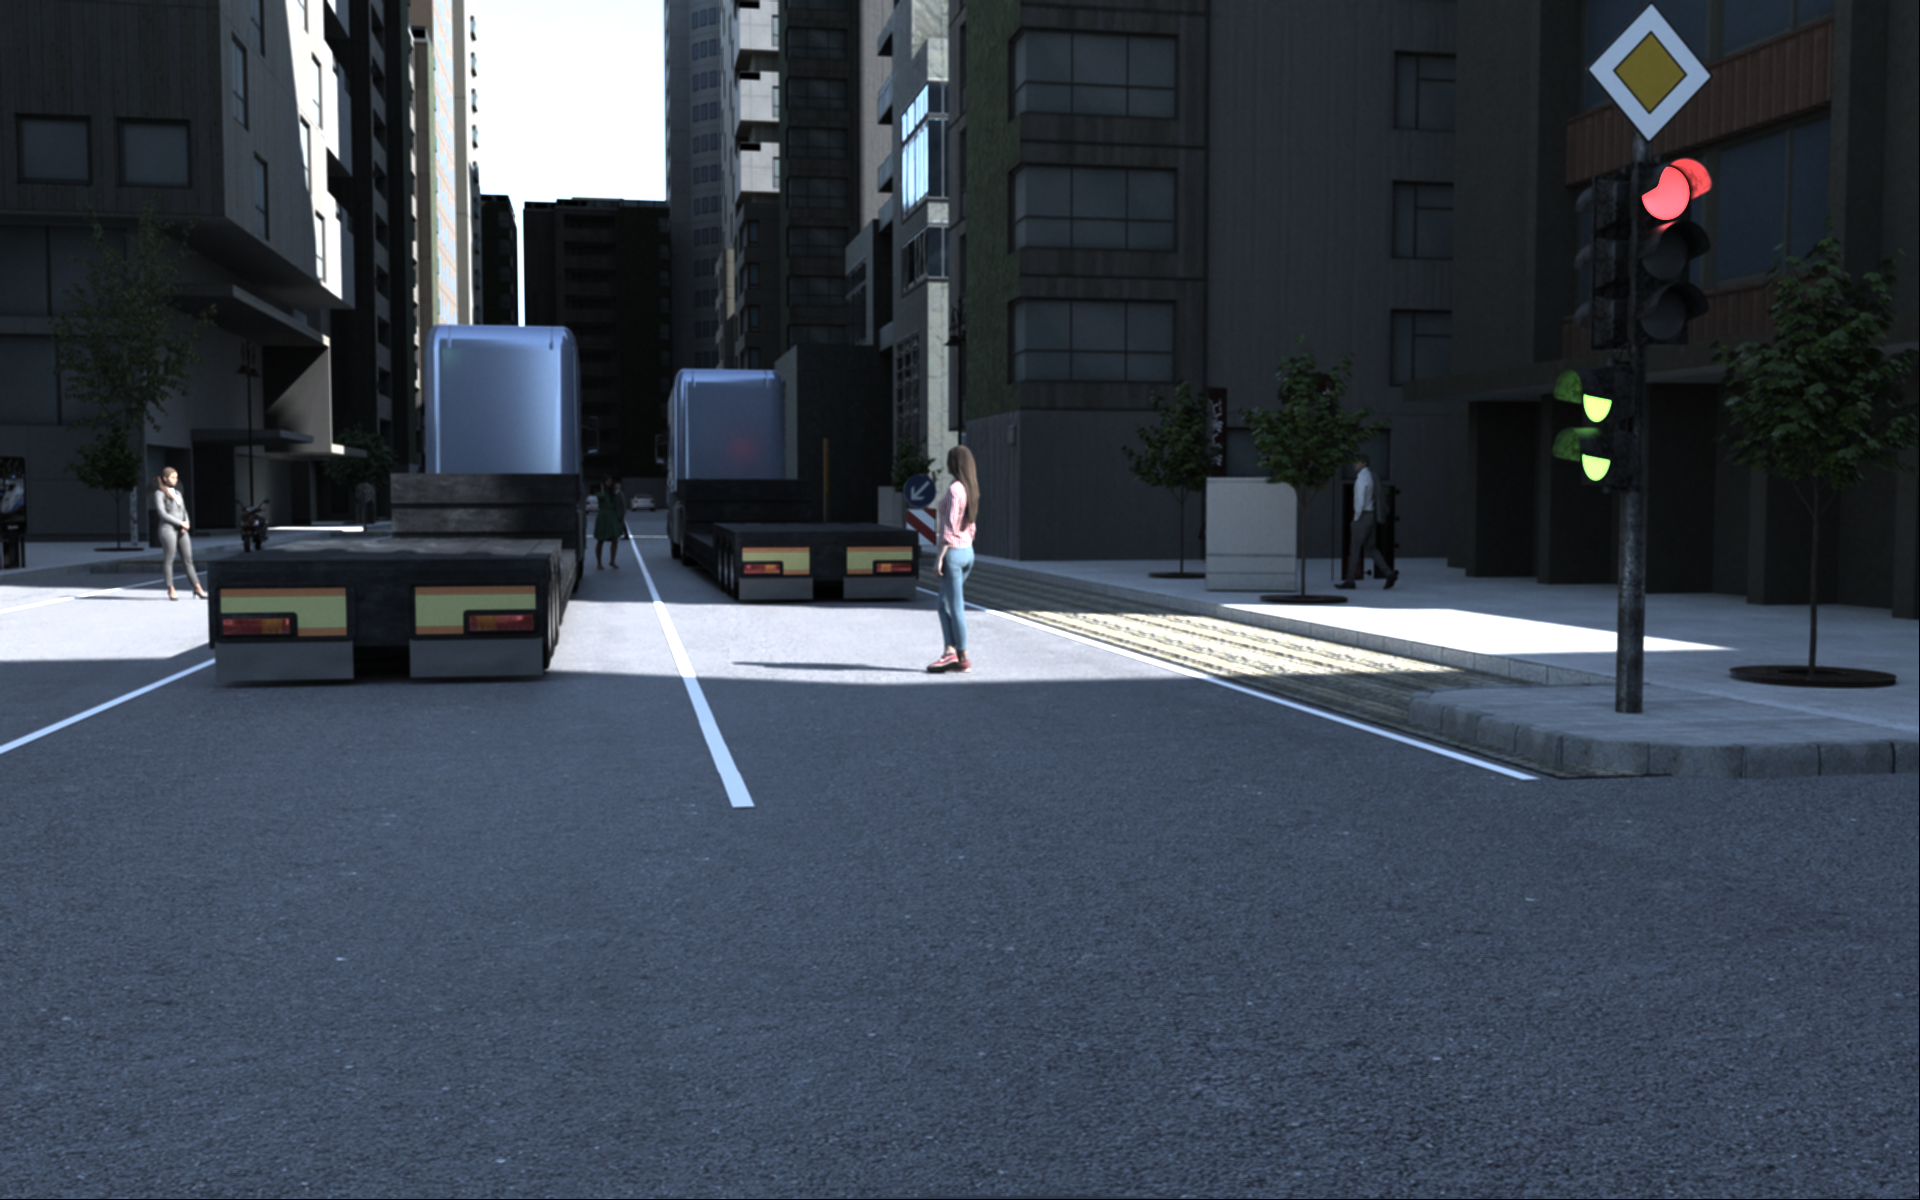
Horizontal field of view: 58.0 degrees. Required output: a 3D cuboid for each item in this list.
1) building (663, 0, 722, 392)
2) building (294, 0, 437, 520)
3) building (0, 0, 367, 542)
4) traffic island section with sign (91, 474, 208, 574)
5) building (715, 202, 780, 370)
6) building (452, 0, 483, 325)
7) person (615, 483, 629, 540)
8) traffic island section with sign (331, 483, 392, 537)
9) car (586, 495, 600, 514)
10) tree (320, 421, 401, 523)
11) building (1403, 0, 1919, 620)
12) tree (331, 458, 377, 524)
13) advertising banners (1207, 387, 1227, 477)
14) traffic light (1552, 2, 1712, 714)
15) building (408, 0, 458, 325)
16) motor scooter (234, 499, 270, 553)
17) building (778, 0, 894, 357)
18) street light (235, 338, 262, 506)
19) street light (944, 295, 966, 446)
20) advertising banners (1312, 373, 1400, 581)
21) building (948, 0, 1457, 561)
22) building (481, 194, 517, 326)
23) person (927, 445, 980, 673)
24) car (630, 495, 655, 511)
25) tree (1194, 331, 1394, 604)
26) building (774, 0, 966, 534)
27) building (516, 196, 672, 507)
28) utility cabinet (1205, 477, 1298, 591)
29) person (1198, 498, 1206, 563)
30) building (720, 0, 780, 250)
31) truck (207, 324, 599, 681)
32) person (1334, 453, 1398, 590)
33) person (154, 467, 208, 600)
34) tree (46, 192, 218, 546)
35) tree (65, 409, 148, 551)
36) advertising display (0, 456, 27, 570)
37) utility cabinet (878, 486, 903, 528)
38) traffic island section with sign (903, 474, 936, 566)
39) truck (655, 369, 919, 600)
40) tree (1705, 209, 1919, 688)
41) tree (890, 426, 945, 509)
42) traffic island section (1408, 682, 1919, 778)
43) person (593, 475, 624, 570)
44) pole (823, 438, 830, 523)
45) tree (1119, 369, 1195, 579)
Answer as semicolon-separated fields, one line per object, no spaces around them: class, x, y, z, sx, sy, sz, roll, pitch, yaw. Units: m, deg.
building;-15.713;-38.896;177.948;28.212;58.520;21.231;-1;4;-11
building;-38.300;-20.135;100.902;14.160;30.474;14.107;-1;4;-11
building;-35.187;-28.484;54.955;28.713;52.752;27.495;-1;4;-11
traffic island section with sign;-14.867;-1.445;32.260;1.989;1.847;2.006;-1;4;-11
building;-2.064;-16.798;119.683;27.650;21.520;28.899;-1;4;-11
building;-50.860;-31.694;141.894;21.600;48.544;21.300;-1;4;-11
person;-10.740;-2.772;54.228;0.834;1.777;0.661;-3;4;-38
traffic island section with sign;-20.181;-3.066;58.765;1.989;1.847;2.006;-1;4;-11
car;-25.866;-6.805;123.621;2.083;1.381;4.827;-1;4;-12
tree;-26.863;-5.746;77.660;4.285;4.588;4.351;0;3;0
building;21.671;-22.635;24.710;28.867;44.769;22.147;-1;4;-11
tree;-25.620;-4.835;73.646;1.663;3.219;1.824;0;3;0
advertising banners;4.763;-2.007;29.005;2.074;3.025;0.090;-3;5;-43
traffic light;3.916;-1.294;10.073;0.839;4.253;0.868;-1;4;-11
building;-41.387;-28.452;115.295;14.600;45.320;14.200;-1;4;-11
motor scooter;-17.423;-1.832;42.733;0.815;1.314;1.986;-1;4;-12
building;-3.296;-19.913;97.276;14.160;30.474;14.107;-1;4;-11
street light;-21.036;-4.804;51.341;0.468;5.910;1.993;-1;4;-11
street light;-0.006;-4.137;40.421;0.468;5.910;1.993;-1;4;-11
advertising banners;5.882;-1.809;25.764;2.074;3.025;0.090;-3;5;-39
building;6.677;-21.797;39.972;14.154;41.232;14.086;-1;4;-11
building;-50.127;-24.235;167.944;14.107;30.474;14.160;-1;4;-11
person;-0.036;-0.332;13.930;0.388;1.821;0.555;1;4;14
car;-26.696;-8.161;145.794;2.083;1.381;4.827;-1;4;-13
tree;4.038;-1.598;20.736;1.663;3.219;1.824;0;3;0
building;4.931;-46.279;69.330;22.319;86.520;31.000;-1;4;-11
building;-35.772;-24.435;171.219;14.107;30.474;14.160;-1;4;-11
utility cabinet;3.839;-0.864;22.804;1.173;1.500;0.318;1;4;12
person;4.625;-1.316;32.226;0.373;1.253;0.362;1;4;21
building;-5.898;-34.106;146.876;28.713;52.752;27.495;-1;4;-11
truck;-6.162;-1.972;21.994;2.967;4.110;18.799;-1;4;-11
person;5.480;-1.050;23.314;0.850;1.850;0.679;2;4;30
person;-10.522;-0.895;23.401;0.573;1.790;0.520;0;4;-2
tree;-20.410;-5.640;42.579;4.737;8.622;4.395;0;3;0
tree;-19.105;-2.733;39.294;1.663;3.219;1.824;0;3;0
advertising display;-16.320;-1.501;29.747;0.123;1.923;0.974;0;4;-4
utility cabinet;-2.030;-2.567;50.652;0.318;1.500;1.173;-2;4;-25
traffic island section with sign;-1.044;-1.620;35.114;1.989;1.847;2.006;-1;4;-11
truck;-3.729;-2.569;31.759;2.967;4.110;18.799;-1;4;-12
tree;6.013;-1.055;11.846;1.663;3.219;1.824;0;3;0
tree;-1.518;-3.288;48.357;1.663;3.219;1.824;0;3;0
traffic island section;3.958;0.739;10.195;2.009;0.180;2.903;-1;4;-11
person;-6.701;-1.477;32.897;0.529;1.795;0.600;3;5;41
pole;-4.873;-4.240;63.169;0.158;3.312;0.155;0;3;0
tree;3.525;-1.968;26.774;1.663;3.219;1.824;0;3;0
